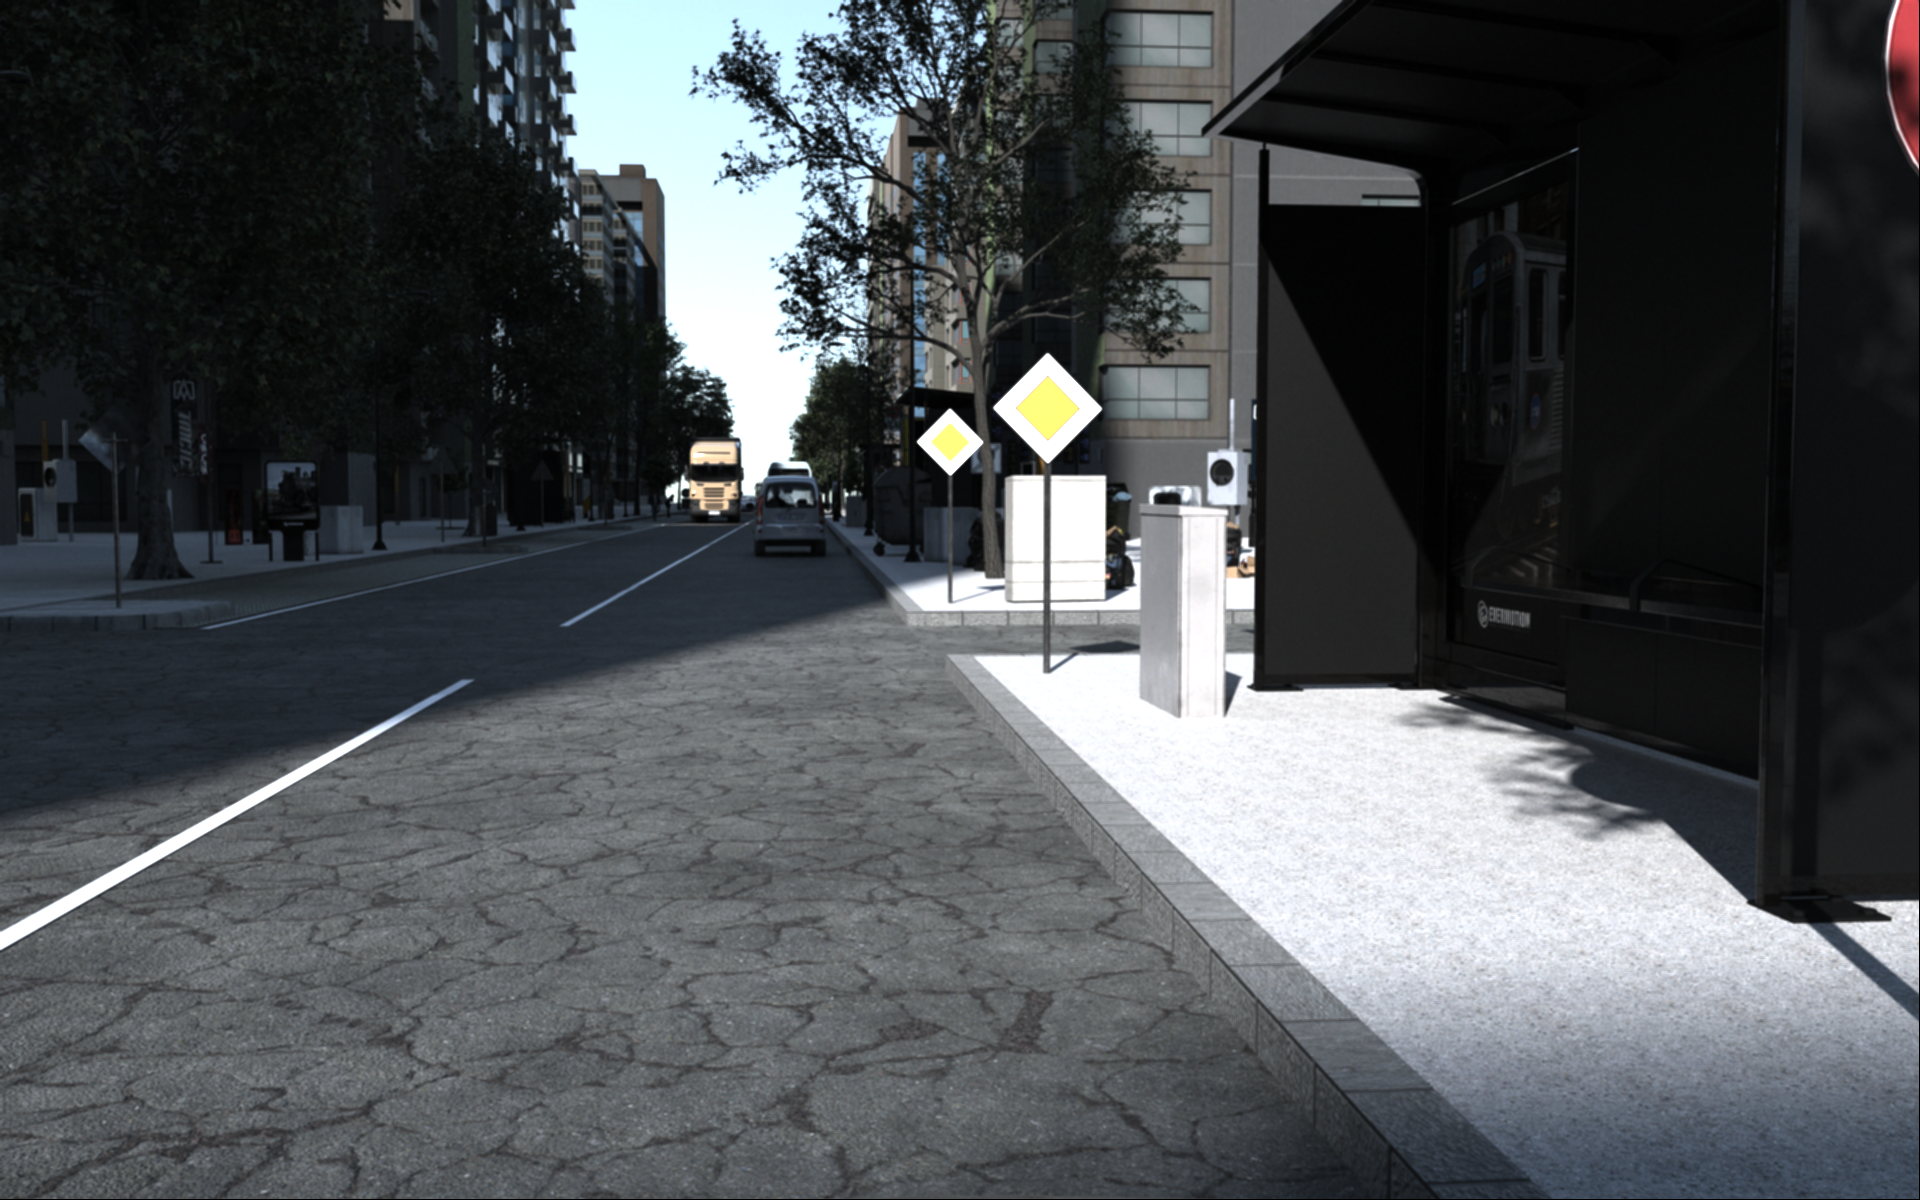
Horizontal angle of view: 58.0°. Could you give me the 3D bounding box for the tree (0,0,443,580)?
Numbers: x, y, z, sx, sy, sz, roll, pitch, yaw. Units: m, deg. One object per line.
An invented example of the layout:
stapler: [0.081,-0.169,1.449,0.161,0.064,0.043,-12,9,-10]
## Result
tree: [-12.172,-6.652,25.771,9.611,12.733,9.660,0,3,0]

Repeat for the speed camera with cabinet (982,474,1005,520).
speed camera with cabinet: [1.248,-3.369,49.426,2.038,3.252,0.660,-1,4,-22]

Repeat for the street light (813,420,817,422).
street light: [-7.152,-7.494,95.071,1.470,5.913,1.316,0,4,-5]

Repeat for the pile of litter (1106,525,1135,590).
pile of litter: [1.809,-0.595,23.690,1.176,0.858,1.719,2,4,33]

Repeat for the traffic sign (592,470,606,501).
traffic sign: [-19.404,-5.681,92.885,0.884,2.594,0.081,0,4,2]

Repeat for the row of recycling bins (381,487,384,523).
row of recycling bins: [-25.918,-4.229,76.254,1.069,1.692,3.534,-1,4,-15]

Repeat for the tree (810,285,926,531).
tree: [-2.978,-6.671,59.430,4.360,8.622,3.978,0,3,0]

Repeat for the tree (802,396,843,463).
tree: [-12.136,-15.141,165.682,7.486,12.596,7.792,0,3,0]

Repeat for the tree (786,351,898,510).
tree: [-9.610,-13.585,139.130,9.611,12.733,9.660,0,3,0]

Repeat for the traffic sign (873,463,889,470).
traffic sign: [-3.243,-4.352,71.264,0.768,2.556,0.104,0,4,4]

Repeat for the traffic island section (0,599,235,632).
traffic island section: [-9.497,0.170,19.506,2.009,0.180,2.903,0,4,-5]

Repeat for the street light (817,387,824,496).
street light: [-5.299,-6.239,74.543,1.470,5.913,1.316,0,4,-5]

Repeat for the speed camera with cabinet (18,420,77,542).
speed camera with cabinet: [-24.483,-3.186,46.432,2.038,3.252,0.660,2,4,35]

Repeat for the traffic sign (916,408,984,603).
traffic sign: [-0.118,-1.018,20.289,0.795,2.450,0.064,0,4,-5]

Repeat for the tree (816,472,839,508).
tree: [-11.755,-10.584,156.766,4.285,4.588,4.351,0,3,0]

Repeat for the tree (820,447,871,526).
tree: [-4.326,-4.595,69.723,1.663,3.219,1.824,0,3,0]

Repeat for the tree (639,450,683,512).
tree: [-22.182,-8.773,127.160,4.285,4.588,4.351,0,3,0]

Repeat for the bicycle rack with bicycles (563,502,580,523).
bicycle rack with bicycles: [-18.152,-3.913,77.361,2.852,0.926,2.925,0,4,3]

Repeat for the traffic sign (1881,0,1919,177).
traffic sign: [2.269,-0.215,3.627,0.768,2.556,0.104,0,4,1]

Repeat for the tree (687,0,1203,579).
tree: [0.220,-5.614,26.197,7.601,10.594,8.767,2,4,23]

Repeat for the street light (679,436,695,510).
street light: [-21.812,-10.115,137.916,1.470,5.913,1.316,0,4,-5]

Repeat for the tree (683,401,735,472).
tree: [-30.201,-17.746,208.273,7.486,12.596,7.792,0,3,0]

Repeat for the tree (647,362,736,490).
tree: [-26.090,-16.016,168.513,9.857,13.997,8.962,0,3,0]

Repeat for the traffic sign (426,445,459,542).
traffic sign: [-13.733,-2.808,45.920,0.884,2.594,0.081,0,4,4]

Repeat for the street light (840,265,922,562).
street light: [-1.438,-3.671,32.562,1.470,5.913,1.316,0,4,-5]

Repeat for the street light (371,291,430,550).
street light: [-12.797,-4.105,39.656,1.470,5.913,1.316,0,4,-5]

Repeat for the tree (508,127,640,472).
tree: [-14.515,-8.270,52.223,9.611,12.733,9.660,0,3,0]

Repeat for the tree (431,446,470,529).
tree: [-18.772,-4.208,63.397,1.663,3.219,1.824,0,3,0]

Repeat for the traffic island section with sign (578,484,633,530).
traffic island section with sign: [-14.081,-3.689,68.950,1.989,1.847,2.006,0,4,-5]

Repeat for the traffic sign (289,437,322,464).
traffic sign: [-14.662,-2.366,38.786,0.768,2.556,0.104,0,4,2]

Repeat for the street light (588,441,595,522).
street light: [-16.708,-6.630,80.940,1.470,5.913,1.316,0,4,-5]

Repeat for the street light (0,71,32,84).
street light: [-10.894,-2.850,19.134,1.470,5.913,1.316,0,4,-5]

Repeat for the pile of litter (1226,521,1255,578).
pile of litter: [4.299,-0.790,26.890,1.719,0.858,1.176,0,4,1]

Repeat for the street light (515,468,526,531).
street light: [-14.772,-5.365,60.258,1.470,5.913,1.316,0,4,-5]

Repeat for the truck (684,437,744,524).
truck: [-12.336,-6.043,87.710,2.839,4.237,11.283,0,4,-7]

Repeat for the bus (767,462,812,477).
bus: [-10.457,-6.785,105.787,2.948,3.499,13.247,0,4,-6]

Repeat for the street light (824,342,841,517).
street light: [-3.345,-4.926,53.085,1.470,5.913,1.316,0,4,-5]

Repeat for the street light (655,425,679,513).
street light: [-19.960,-8.828,116.871,1.470,5.913,1.316,0,4,-5]

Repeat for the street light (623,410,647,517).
street light: [-18.039,-7.558,96.112,1.470,5.913,1.316,0,4,-5]

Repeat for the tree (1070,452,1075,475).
tree: [6.748,-5.856,79.455,4.285,4.588,4.351,0,3,0]

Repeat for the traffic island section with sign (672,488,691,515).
traffic island section with sign: [-18.650,-6.707,118.288,1.989,1.847,2.006,0,4,-5]

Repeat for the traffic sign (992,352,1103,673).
traffic sign: [0.618,-0.532,12.338,0.795,2.450,0.064,0,4,-5]

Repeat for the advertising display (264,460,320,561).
advertising display: [-12.733,-1.703,33.054,0.974,1.923,0.123,0,4,-8]

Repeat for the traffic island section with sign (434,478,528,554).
traffic island section with sign: [-11.597,-2.048,42.109,1.989,1.847,2.006,0,4,-5]

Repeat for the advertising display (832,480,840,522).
advertising display: [-5.779,-4.620,80.744,0.123,1.923,0.974,-1,4,-20]

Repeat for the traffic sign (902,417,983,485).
traffic sign: [-0.390,-3.170,45.696,2.265,3.308,0.079,0,4,3]

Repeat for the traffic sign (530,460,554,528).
traffic sign: [-15.853,-4.018,65.694,0.884,2.594,0.081,0,4,1]

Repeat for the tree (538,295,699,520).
tree: [-18.034,-9.891,87.478,9.928,11.665,9.643,0,3,0]

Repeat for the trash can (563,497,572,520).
trash can: [-19.523,-4.527,85.663,0.748,1.137,0.748,0,3,0]

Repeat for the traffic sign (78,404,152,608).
traffic sign: [-9.474,-0.967,19.447,0.795,2.450,0.064,0,4,-5]

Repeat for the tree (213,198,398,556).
tree: [-13.829,-5.225,35.797,4.737,8.622,4.395,0,3,0]

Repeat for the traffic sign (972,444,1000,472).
traffic sign: [0.526,-2.011,35.007,0.606,2.300,0.079,0,4,1]

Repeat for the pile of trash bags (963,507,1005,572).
pile of trash bags: [1.106,-1.176,28.978,1.912,1.369,3.447,0,4,-5]

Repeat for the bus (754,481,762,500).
bus: [-26.856,-14.953,239.341,2.948,3.499,13.247,0,4,-5]
